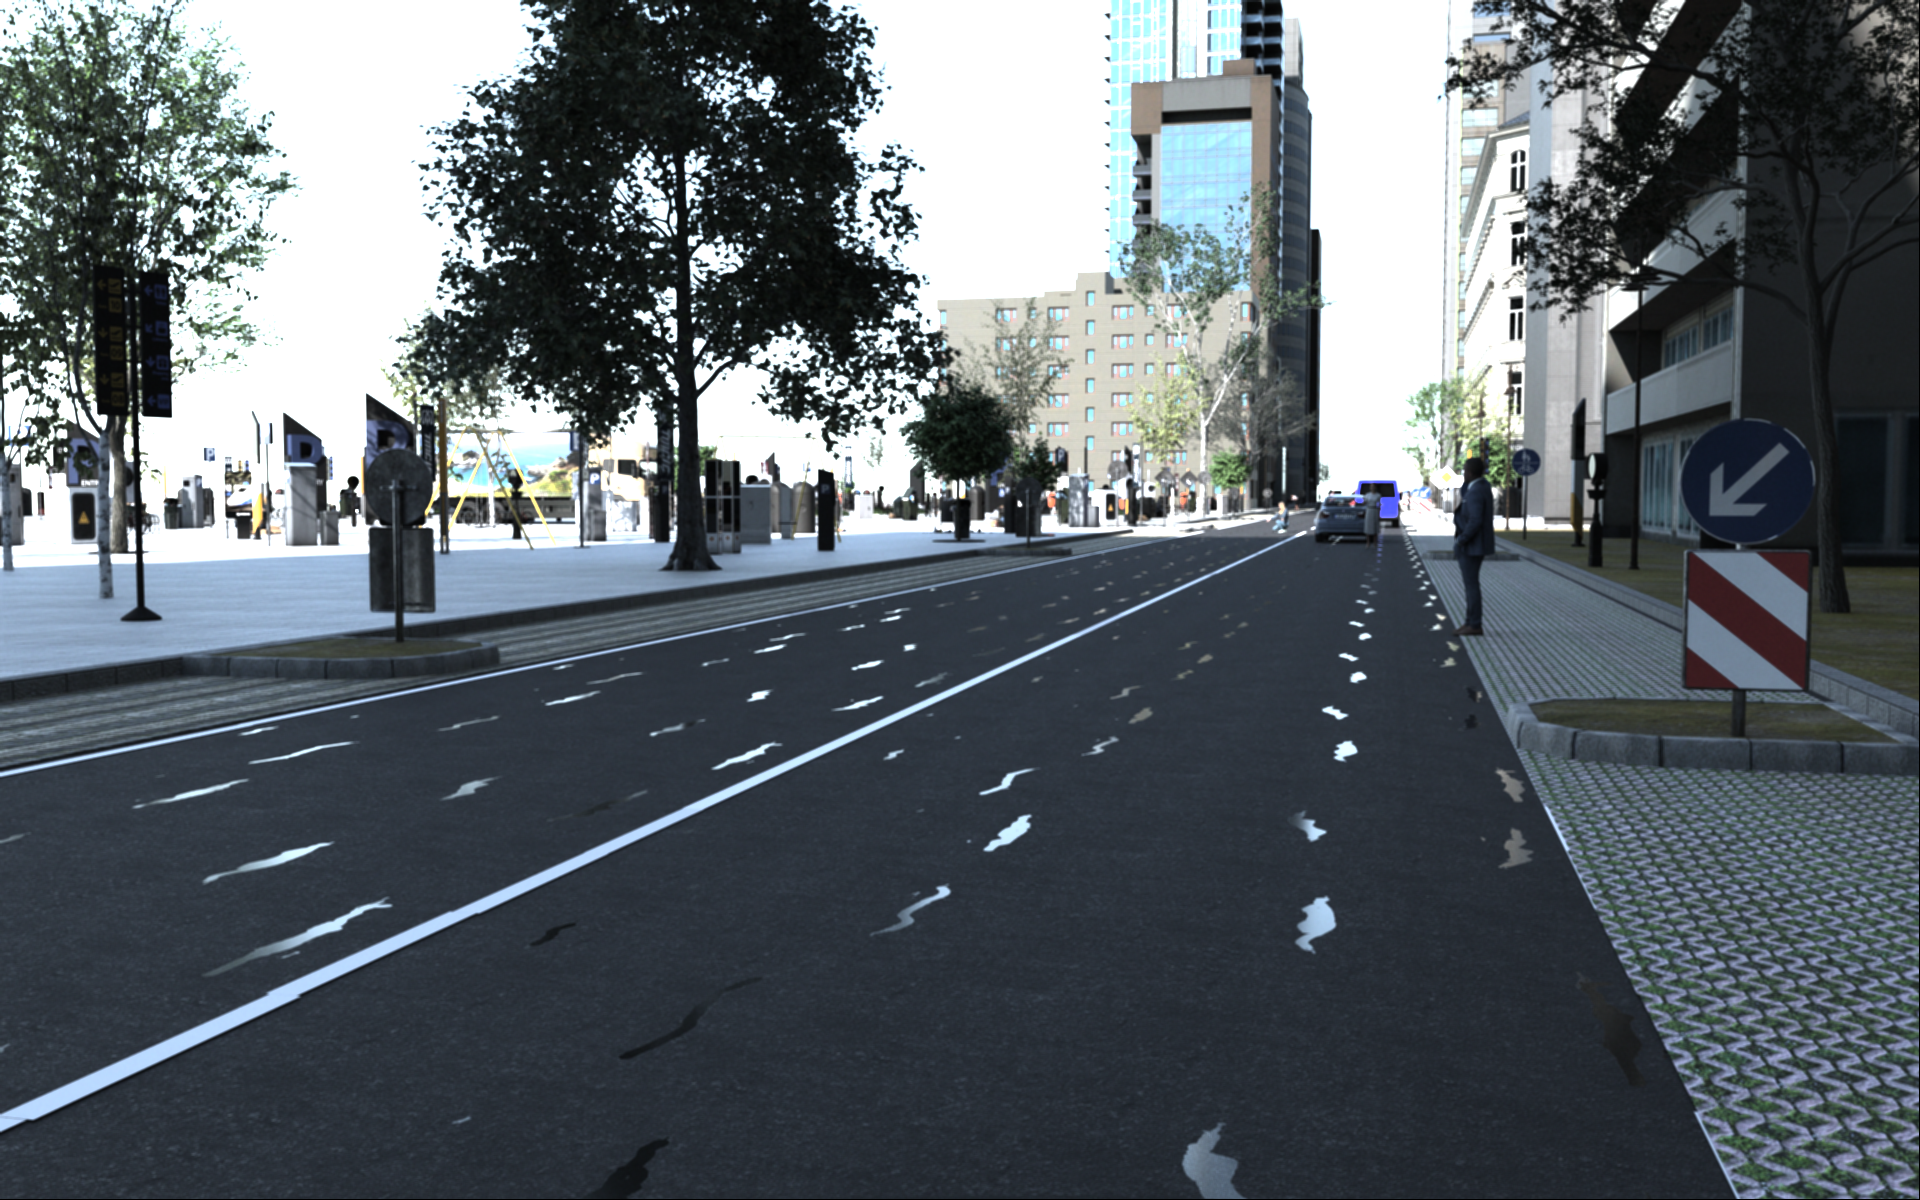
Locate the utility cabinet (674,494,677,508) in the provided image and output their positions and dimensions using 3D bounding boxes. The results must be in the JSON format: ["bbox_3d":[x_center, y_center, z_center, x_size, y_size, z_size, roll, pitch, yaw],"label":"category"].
[{"bbox_3d":[-20.559,-7.247,127.162,0.318,1.500,1.173,2,4,31],"label":"utility cabinet"}]

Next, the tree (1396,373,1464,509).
[{"bbox_3d":[40.918,-13.545,147.221,9.928,11.665,9.643,0,3,0],"label":"tree"}]

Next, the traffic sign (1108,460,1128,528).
[{"bbox_3d":[5.908,-3.963,64.896,0.768,2.556,0.104,1,4,17],"label":"traffic sign"}]

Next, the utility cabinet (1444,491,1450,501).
[{"bbox_3d":[33.089,-6.603,116.636,1.173,1.500,0.318,-2,4,-35],"label":"utility cabinet"}]

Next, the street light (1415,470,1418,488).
[{"bbox_3d":[61.907,-15.919,233.055,0.468,5.910,1.993,1,4,14],"label":"street light"}]

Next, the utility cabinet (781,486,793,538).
[{"bbox_3d":[-5.008,-2.536,50.140,0.318,1.500,1.173,0,4,-4],"label":"utility cabinet"}]

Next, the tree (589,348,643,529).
[{"bbox_3d":[-13.249,-6.951,64.006,4.360,8.622,3.978,0,3,0],"label":"tree"}]

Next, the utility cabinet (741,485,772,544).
[{"bbox_3d":[-5.377,-2.151,43.844,1.173,1.500,0.318,0,4,-2],"label":"utility cabinet"}]

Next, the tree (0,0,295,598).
[{"bbox_3d":[-10.550,-4.344,21.389,4.360,8.622,3.978,0,3,0],"label":"tree"}]

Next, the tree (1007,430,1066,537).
[{"bbox_3d":[2.486,-3.548,52.606,1.663,3.219,1.824,0,3,0],"label":"tree"}]

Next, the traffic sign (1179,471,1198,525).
[{"bbox_3d":[9.620,-4.234,72.867,0.795,2.450,0.064,1,4,14],"label":"traffic sign"}]

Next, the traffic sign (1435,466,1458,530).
[{"bbox_3d":[17.591,-3.609,62.652,0.795,2.450,0.064,1,4,14],"label":"traffic sign"}]

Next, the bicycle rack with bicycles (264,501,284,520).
[{"bbox_3d":[-33.991,-4.454,86.206,2.852,0.926,2.925,-3,5,-41],"label":"bicycle rack with bicycles"}]

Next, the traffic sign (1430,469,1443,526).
[{"bbox_3d":[19.511,-4.083,70.404,0.795,2.450,0.064,1,4,14],"label":"traffic sign"}]

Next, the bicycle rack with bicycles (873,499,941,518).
[{"bbox_3d":[-3.243,-5.494,103.204,2.852,0.926,2.925,-2,4,-28],"label":"bicycle rack with bicycles"}]

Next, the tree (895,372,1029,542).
[{"bbox_3d":[-0.055,-3.848,46.637,4.285,4.588,4.351,0,3,0],"label":"tree"}]

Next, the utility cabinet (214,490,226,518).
[{"bbox_3d":[-43.076,-5.679,101.527,1.173,1.500,0.318,-2,4,-31],"label":"utility cabinet"}]

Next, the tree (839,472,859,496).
[{"bbox_3d":[-8.490,-8.234,129.227,1.663,3.219,1.824,0,3,0],"label":"tree"}]

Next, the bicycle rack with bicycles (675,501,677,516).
[{"bbox_3d":[-15.740,-5.396,101.604,2.925,0.926,2.852,3,5,45],"label":"bicycle rack with bicycles"}]

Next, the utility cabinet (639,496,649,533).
[{"bbox_3d":[-10.453,-2.843,57.637,0.306,1.237,1.020,-1,4,-18],"label":"utility cabinet"}]

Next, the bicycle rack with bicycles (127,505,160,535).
[{"bbox_3d":[-26.397,-2.521,54.596,2.852,0.926,2.925,1,4,13],"label":"bicycle rack with bicycles"}]

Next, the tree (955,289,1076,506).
[{"bbox_3d":[1.909,-6.804,61.610,4.360,8.622,3.978,0,3,0],"label":"tree"}]

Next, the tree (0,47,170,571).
[{"bbox_3d":[-15.724,-4.793,28.726,4.737,8.622,4.395,0,3,0],"label":"tree"}]

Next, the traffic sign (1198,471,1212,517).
[{"bbox_3d":[13.466,-5.829,95.404,0.768,2.556,0.104,1,4,20],"label":"traffic sign"}]

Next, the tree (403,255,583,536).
[{"bbox_3d":[-14.420,-6.250,52.542,4.360,8.622,3.978,0,3,0],"label":"tree"}]

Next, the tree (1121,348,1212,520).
[{"bbox_3d":[10.413,-8.332,86.595,4.737,8.622,4.395,0,3,0],"label":"tree"}]

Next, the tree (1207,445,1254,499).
[{"bbox_3d":[18.165,-8.132,116.669,4.285,4.588,4.351,0,3,0],"label":"tree"}]

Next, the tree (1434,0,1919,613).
[{"bbox_3d":[9.320,-5.160,18.776,8.767,10.594,7.601,-2,4,-35],"label":"tree"}]

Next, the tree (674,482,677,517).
[{"bbox_3d":[-16.131,-6.376,98.846,1.663,3.219,1.824,0,3,0],"label":"tree"}]

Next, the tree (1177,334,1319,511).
[{"bbox_3d":[21.995,-13.533,131.631,12.009,13.543,11.850,0,3,0],"label":"tree"}]

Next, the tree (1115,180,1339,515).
[{"bbox_3d":[16.030,-15.223,104.785,12.611,20.169,13.585,0,3,0],"label":"tree"}]

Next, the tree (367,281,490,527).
[{"bbox_3d":[-18.514,-6.731,60.412,4.737,8.622,4.395,0,3,0],"label":"tree"}]

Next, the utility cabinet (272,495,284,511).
[{"bbox_3d":[-39.123,-5.425,99.856,1.020,1.237,0.306,-1,4,-21],"label":"utility cabinet"}]

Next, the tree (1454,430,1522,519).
[{"bbox_3d":[26.961,-6.407,88.475,4.285,4.588,4.351,0,3,0],"label":"tree"}]

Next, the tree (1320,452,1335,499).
[{"bbox_3d":[62.997,-21.347,299.389,4.737,8.622,4.395,0,3,0],"label":"tree"}]

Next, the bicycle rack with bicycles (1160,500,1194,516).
[{"bbox_3d":[12.250,-5.456,102.580,2.925,0.926,2.852,1,4,16],"label":"bicycle rack with bicycles"}]

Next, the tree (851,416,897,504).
[{"bbox_3d":[-7.183,-12.063,147.594,4.360,8.622,3.978,0,3,0],"label":"tree"}]

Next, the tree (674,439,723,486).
[{"bbox_3d":[-14.457,-6.754,94.149,4.285,4.588,4.351,0,3,0],"label":"tree"}]

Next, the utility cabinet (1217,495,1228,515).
[{"bbox_3d":[16.014,-5.770,105.496,0.306,1.237,1.020,2,4,31],"label":"utility cabinet"}]

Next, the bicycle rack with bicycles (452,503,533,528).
[{"bbox_3d":[-18.223,-3.256,66.612,2.925,0.926,2.852,3,5,39],"label":"bicycle rack with bicycles"}]

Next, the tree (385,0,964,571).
[{"bbox_3d":[-4.674,-6.846,28.938,9.611,12.733,9.660,0,3,0],"label":"tree"}]

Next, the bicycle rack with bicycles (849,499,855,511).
[{"bbox_3d":[-6.279,-6.519,119.965,2.852,0.926,2.925,2,4,28],"label":"bicycle rack with bicycles"}]

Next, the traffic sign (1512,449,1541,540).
[{"bbox_3d":[15.855,-2.964,48.560,0.768,2.556,0.104,1,4,18],"label":"traffic sign"}]

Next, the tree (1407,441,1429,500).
[{"bbox_3d":[60.482,-16.848,225.823,4.737,8.622,4.395,0,3,0],"label":"tree"}]

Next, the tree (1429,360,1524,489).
[{"bbox_3d":[28.478,-8.816,94.503,4.737,8.622,4.395,0,3,0],"label":"tree"}]

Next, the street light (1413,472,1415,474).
[{"bbox_3d":[69.993,-17.905,265.531,0.468,5.910,1.993,1,4,14],"label":"street light"}]

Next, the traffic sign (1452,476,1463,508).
[{"bbox_3d":[28.311,-5.903,98.641,0.606,2.300,0.079,1,4,19],"label":"traffic sign"}]

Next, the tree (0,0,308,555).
[{"bbox_3d":[-17.969,-6.794,36.830,9.928,11.665,9.643,0,3,0],"label":"tree"}]

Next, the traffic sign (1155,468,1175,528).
[{"bbox_3d":[7.699,-3.760,65.115,0.795,2.450,0.064,1,4,14],"label":"traffic sign"}]
